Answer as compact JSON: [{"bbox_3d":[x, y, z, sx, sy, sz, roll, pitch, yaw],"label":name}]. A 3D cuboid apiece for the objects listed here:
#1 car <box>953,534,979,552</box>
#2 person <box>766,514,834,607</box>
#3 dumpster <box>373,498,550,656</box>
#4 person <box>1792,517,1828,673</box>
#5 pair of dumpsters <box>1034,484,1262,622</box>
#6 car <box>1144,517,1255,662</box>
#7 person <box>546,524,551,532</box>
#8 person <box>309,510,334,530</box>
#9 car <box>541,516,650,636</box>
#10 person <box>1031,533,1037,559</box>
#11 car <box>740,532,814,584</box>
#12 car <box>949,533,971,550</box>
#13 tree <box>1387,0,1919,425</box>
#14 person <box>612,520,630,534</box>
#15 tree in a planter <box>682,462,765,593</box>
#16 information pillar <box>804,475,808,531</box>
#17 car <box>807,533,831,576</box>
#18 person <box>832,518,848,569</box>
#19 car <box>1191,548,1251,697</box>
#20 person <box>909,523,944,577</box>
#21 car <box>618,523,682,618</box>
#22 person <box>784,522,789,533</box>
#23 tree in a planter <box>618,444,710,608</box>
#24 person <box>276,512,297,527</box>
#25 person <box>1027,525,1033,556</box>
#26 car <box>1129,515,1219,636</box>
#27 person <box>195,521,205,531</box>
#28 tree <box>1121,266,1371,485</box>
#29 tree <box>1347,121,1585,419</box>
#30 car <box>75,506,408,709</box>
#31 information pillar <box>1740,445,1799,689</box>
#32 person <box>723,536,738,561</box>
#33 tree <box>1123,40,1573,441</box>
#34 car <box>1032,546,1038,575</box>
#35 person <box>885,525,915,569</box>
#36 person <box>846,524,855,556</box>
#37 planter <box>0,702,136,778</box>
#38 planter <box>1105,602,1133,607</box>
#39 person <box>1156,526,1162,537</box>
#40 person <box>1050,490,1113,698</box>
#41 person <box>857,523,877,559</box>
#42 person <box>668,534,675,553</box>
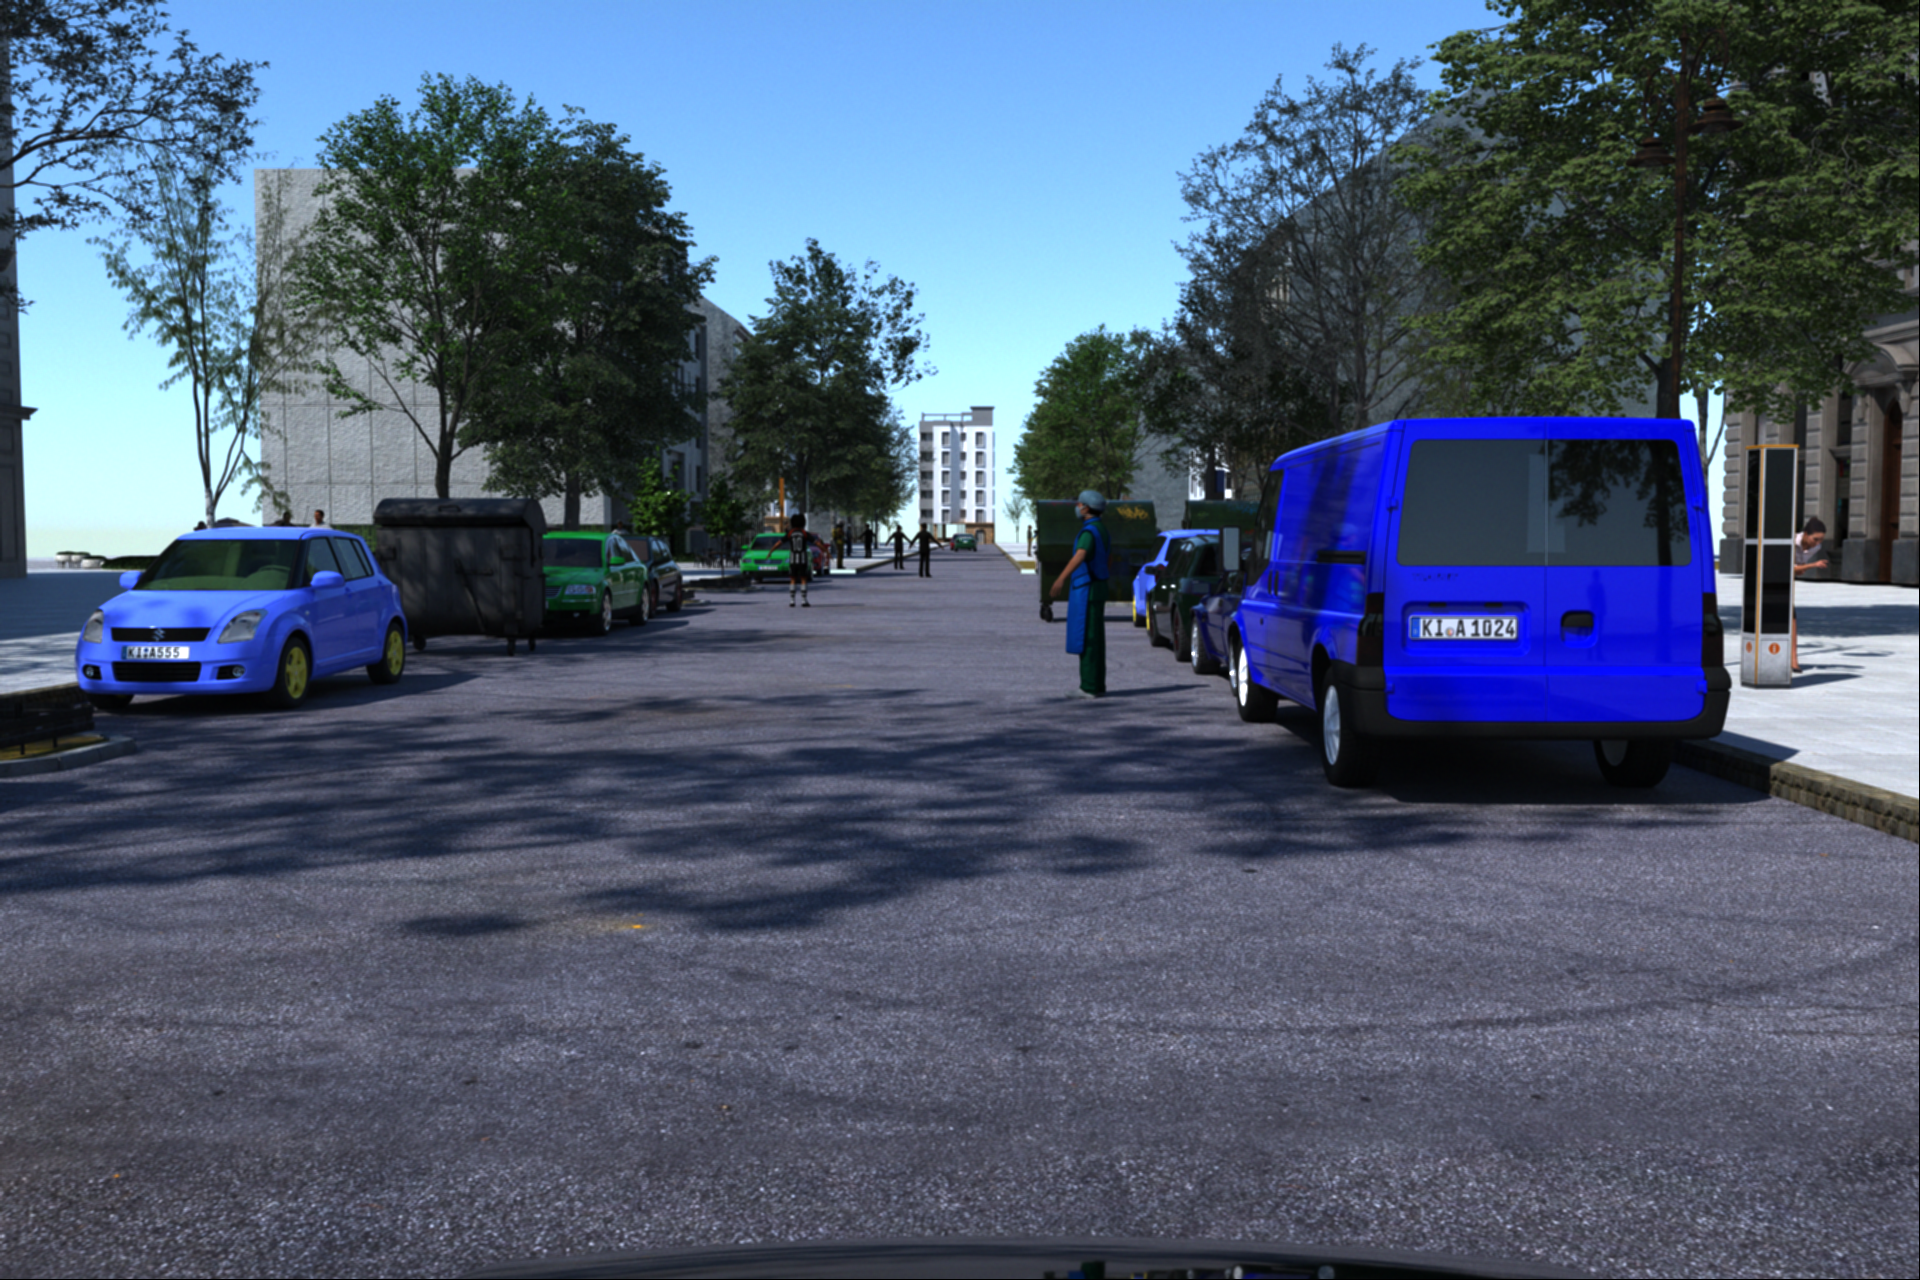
[{"bbox_3d":[0.465,-7.944,141.689,2.131,1.459,4.920,0,4,1],"label":"car"},{"bbox_3d":[-3.169,-1.559,34.088,1.345,1.843,0.704,0,4,5],"label":"person"},{"bbox_3d":[-5.966,-0.767,20.748,1.865,1.857,1.264,0,4,1],"label":"dumpster"},{"bbox_3d":[7.687,-0.416,16.036,0.799,1.438,0.628,3,5,43],"label":"person"},{"bbox_3d":[3.439,-1.446,28.585,4.436,2.255,1.574,0,3,0],"label":"pair of dumpsters"},{"bbox_3d":[3.277,-0.675,20.822,2.009,1.686,4.222,0,4,0],"label":"car"},{"bbox_3d":[-15.212,-3.476,63.301,1.216,1.772,0.721,-1,4,-10],"label":"person"},{"bbox_3d":[-14.016,-1.941,37.884,1.344,1.810,0.704,1,4,10],"label":"person"},{"bbox_3d":[-5.819,-1.037,25.758,1.959,1.807,4.718,0,4,1],"label":"car"},{"bbox_3d":[4.070,-5.137,89.959,0.705,1.833,1.349,2,4,29],"label":"person"},{"bbox_3d":[-5.387,-2.596,51.235,1.959,1.807,4.718,0,4,1],"label":"car"},{"bbox_3d":[0.081,-8.785,152.679,2.155,1.783,4.494,0,4,1],"label":"car"},{"bbox_3d":[9.400,-6.340,21.787,7.486,12.596,7.792,0,3,0],"label":"tree"},{"bbox_3d":[-11.706,-3.262,59.801,1.216,1.778,0.721,-1,4,-20],"label":"person"},{"bbox_3d":[-5.934,-2.813,43.210,1.991,3.239,1.994,0,4,1],"label":"tree in a planter"},{"bbox_3d":[-6.095,-4.733,68.734,0.183,3.616,0.504,0,4,1],"label":"information pillar"},{"bbox_3d":[-5.524,-3.123,60.108,2.155,1.783,4.494,0,4,1],"label":"car"},{"bbox_3d":[-4.365,-3.535,63.563,0.705,1.858,1.354,-1,4,-16],"label":"person"},{"bbox_3d":[3.251,-0.242,16.531,1.945,1.354,3.894,0,4,0],"label":"car"},{"bbox_3d":[-1.158,-2.984,57.476,1.346,1.802,0.704,2,4,30],"label":"person"},{"bbox_3d":[-6.034,-1.275,30.636,2.009,1.686,4.222,0,4,1],"label":"car"},{"bbox_3d":[-7.450,-4.192,74.682,0.704,1.812,1.346,1,4,9],"label":"person"},{"bbox_3d":[-6.060,-2.281,34.513,1.991,3.239,1.994,0,4,2],"label":"tree in a planter"},{"bbox_3d":[-16.159,-2.177,41.637,1.345,1.823,0.704,-2,4,-27],"label":"person"},{"bbox_3d":[4.044,-5.723,99.845,0.705,1.796,1.348,0,4,2],"label":"person"},{"bbox_3d":[3.489,-0.978,25.579,1.945,1.707,3.694,0,4,1],"label":"car"},{"bbox_3d":[-21.301,-2.518,48.682,0.593,1.643,0.415,3,5,44],"label":"person"},{"bbox_3d":[9.590,-7.591,58.532,8.767,10.594,7.601,1,4,8],"label":"tree"},{"bbox_3d":[9.531,-4.933,31.011,4.360,8.622,3.978,0,3,0],"label":"tree"},{"bbox_3d":[-6.253,-0.350,15.313,1.945,1.707,3.694,0,4,1],"label":"car"},{"bbox_3d":[6.730,-0.607,14.414,0.304,2.012,0.304,0,4,0],"label":"information pillar"},{"bbox_3d":[-11.158,-4.740,83.630,0.705,1.813,1.348,2,4,24],"label":"person"},{"bbox_3d":[9.690,-8.098,42.771,12.009,13.543,11.850,0,3,0],"label":"tree"},{"bbox_3d":[3.660,-3.066,62.490,2.083,1.381,4.827,0,4,1],"label":"car"},{"bbox_3d":[-2.471,-3.771,70.341,1.346,1.802,0.704,2,4,26],"label":"person"},{"bbox_3d":[-6.346,-5.728,99.511,0.705,1.847,1.347,-1,4,-20],"label":"person"},{"bbox_3d":[-6.412,0.627,10.893,1.991,0.319,1.994,0,4,2],"label":"planter"},{"bbox_3d":[3.652,-0.849,35.019,1.991,0.319,1.994,0,4,1],"label":"planter"},{"bbox_3d":[5.560,-2.731,50.483,1.345,1.849,0.704,-1,4,-21],"label":"person"},{"bbox_3d":[1.116,-0.406,15.221,0.704,1.817,1.347,1,4,22],"label":"person"},{"bbox_3d":[-4.839,-5.197,90.906,1.347,1.837,0.705,-3,5,-44],"label":"person"},{"bbox_3d":[-14.997,-5.080,89.775,0.721,1.740,1.216,0,4,0],"label":"person"}]
